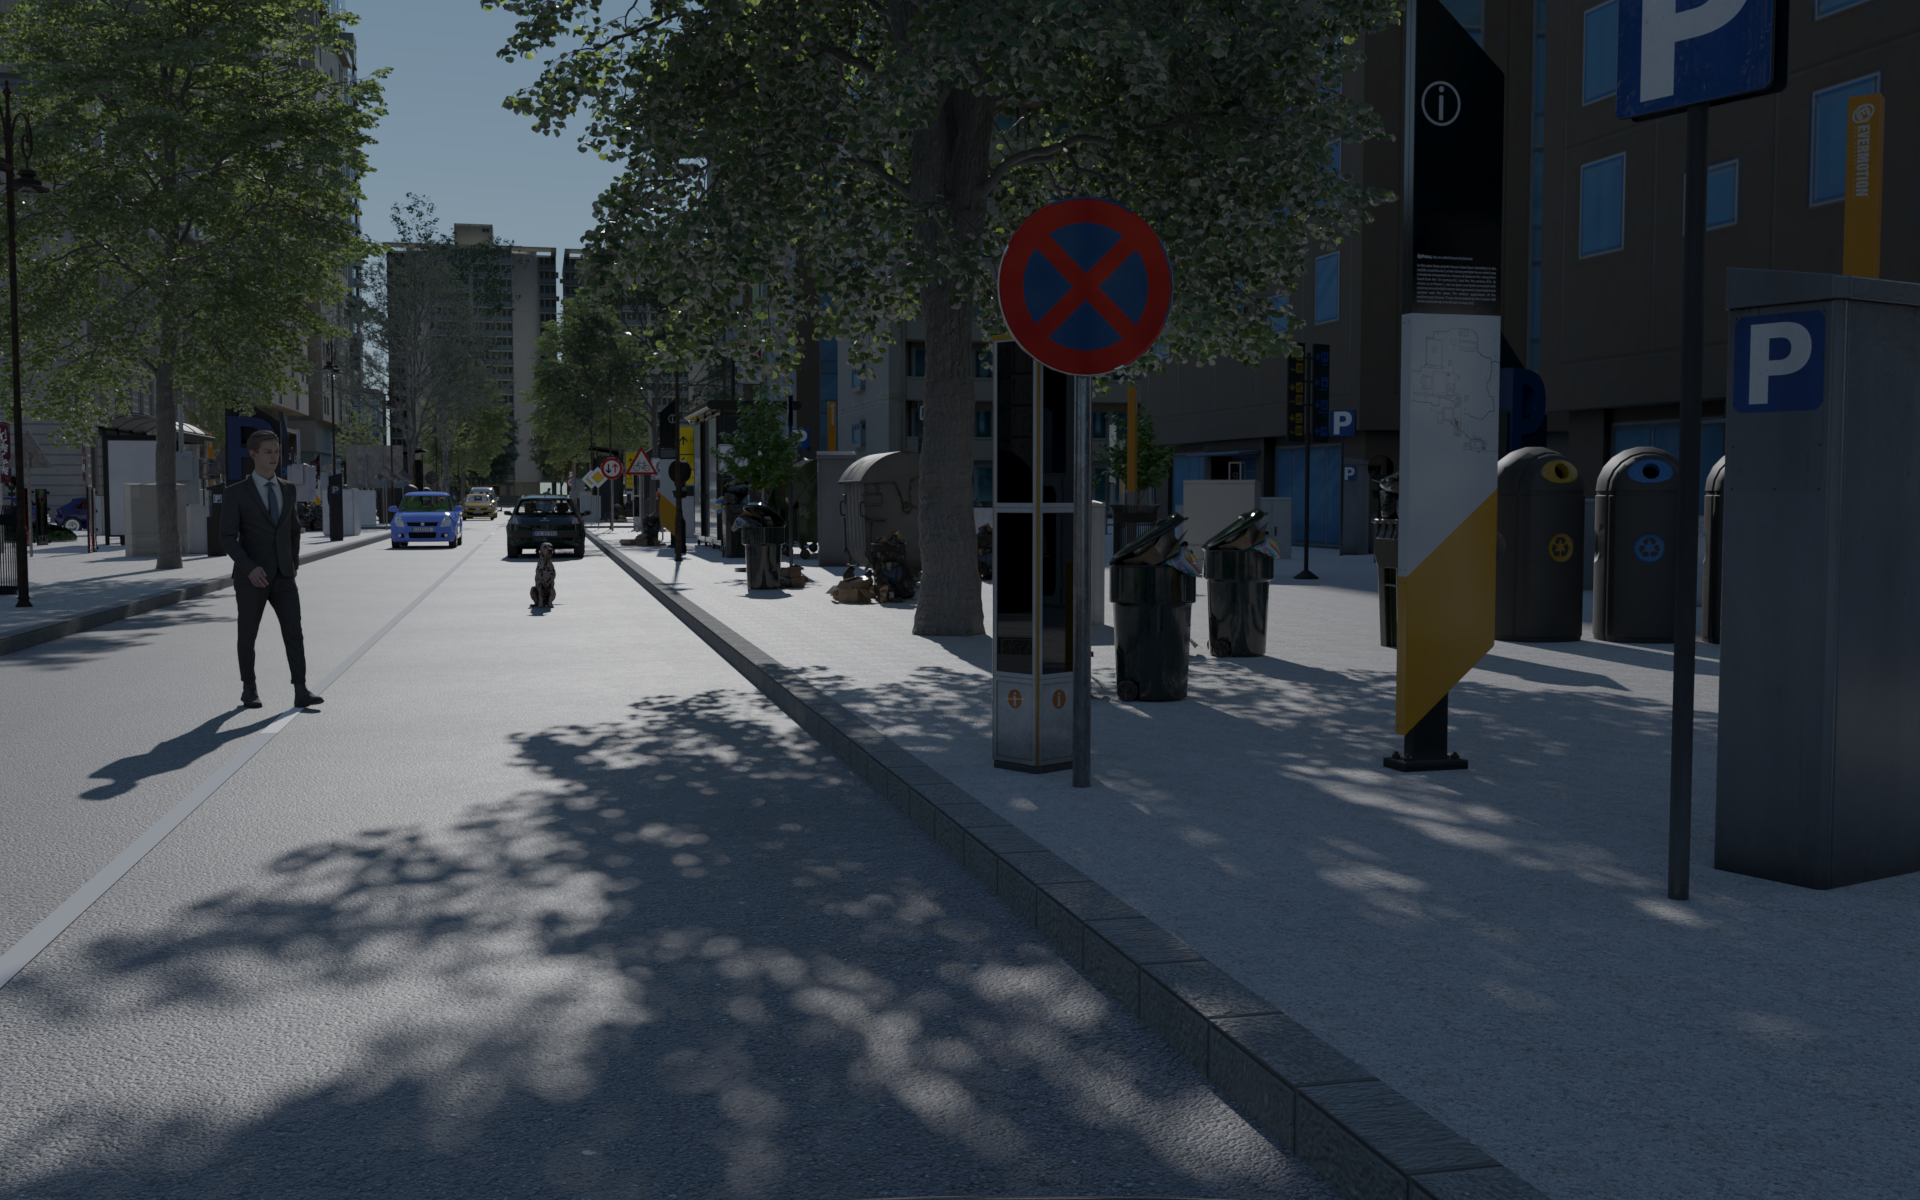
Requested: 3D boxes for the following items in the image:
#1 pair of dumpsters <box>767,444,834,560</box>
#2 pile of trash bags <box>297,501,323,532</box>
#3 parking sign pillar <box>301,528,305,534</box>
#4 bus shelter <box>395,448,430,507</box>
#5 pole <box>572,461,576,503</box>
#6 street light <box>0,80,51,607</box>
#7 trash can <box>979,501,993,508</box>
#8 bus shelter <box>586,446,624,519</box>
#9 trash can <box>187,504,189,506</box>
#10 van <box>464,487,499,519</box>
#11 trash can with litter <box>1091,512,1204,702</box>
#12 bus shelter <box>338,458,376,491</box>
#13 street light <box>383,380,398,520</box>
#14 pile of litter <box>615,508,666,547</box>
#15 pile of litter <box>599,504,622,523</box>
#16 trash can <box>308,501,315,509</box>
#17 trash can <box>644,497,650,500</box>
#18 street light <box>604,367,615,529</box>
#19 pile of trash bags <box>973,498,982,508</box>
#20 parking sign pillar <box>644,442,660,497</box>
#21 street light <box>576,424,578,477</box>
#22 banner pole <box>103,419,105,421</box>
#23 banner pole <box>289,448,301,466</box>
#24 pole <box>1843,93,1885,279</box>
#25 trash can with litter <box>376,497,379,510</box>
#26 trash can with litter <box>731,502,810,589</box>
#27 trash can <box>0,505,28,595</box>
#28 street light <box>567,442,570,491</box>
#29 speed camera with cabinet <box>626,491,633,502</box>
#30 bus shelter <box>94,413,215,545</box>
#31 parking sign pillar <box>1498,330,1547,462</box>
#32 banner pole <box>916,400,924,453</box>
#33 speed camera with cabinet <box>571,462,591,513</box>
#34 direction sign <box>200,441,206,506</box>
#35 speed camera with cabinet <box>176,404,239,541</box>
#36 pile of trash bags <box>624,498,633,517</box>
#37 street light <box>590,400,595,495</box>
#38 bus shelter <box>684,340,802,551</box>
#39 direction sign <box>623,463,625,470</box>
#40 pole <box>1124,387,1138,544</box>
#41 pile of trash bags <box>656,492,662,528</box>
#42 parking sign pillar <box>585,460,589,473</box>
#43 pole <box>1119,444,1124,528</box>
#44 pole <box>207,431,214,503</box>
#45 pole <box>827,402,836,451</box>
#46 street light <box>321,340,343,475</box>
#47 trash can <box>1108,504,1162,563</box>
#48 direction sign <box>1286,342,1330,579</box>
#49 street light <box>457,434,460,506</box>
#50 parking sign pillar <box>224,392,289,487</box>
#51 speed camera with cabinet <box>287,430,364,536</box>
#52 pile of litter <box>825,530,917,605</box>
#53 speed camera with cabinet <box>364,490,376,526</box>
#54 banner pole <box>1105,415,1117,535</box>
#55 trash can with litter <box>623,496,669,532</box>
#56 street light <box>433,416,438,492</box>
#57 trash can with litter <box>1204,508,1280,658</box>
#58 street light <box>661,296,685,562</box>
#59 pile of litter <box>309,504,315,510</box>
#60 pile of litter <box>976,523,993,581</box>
[{"bbox_3d":[-3.108,-2.037,35.793,1.574,2.255,4.437,-1,4,-14],"label":"pair of dumpsters"},{"bbox_3d":[-22.513,-3.071,59.963,1.912,1.369,3.447,1,4,23],"label":"pile of trash bags"},{"bbox_3d":[-21.952,-4.125,55.922,1.447,3.967,1.447,-2,4,-28],"label":"parking sign pillar"},{"bbox_3d":[-28.791,-6.074,90.592,1.731,3.624,6.357,-1,4,-14],"label":"bus shelter"},{"bbox_3d":[-23.724,-6.886,106.425,0.158,3.312,0.155,0,3,0],"label":"pole"},{"bbox_3d":[-10.643,-2.858,19.515,0.468,5.910,1.993,-1,4,-14],"label":"street light"},{"bbox_3d":[0.769,-1.527,36.618,0.748,1.137,0.748,0,3,0],"label":"trash can"},{"bbox_3d":[-17.824,-5.855,87.006,1.731,3.624,6.357,-1,4,-14],"label":"bus shelter"},{"bbox_3d":[-40.443,-4.797,90.081,0.748,1.137,0.748,0,3,0],"label":"trash can"},{"bbox_3d":[-28.203,-5.820,102.173,2.013,2.044,4.112,-1,4,-13],"label":"van"},{"bbox_3d":[0.960,0.035,10.810,1.055,1.170,0.624,0,4,6],"label":"trash can with litter"},{"bbox_3d":[-31.725,-6.013,92.233,2.014,3.302,5.546,-1,4,-14],"label":"bus shelter"},{"bbox_3d":[-22.983,-5.948,70.039,0.468,5.910,1.993,-1,4,-14],"label":"street light"},{"bbox_3d":[-7.896,-1.778,43.033,1.176,0.858,1.719,-1,4,-10],"label":"pile of litter"},{"bbox_3d":[-15.531,-3.929,78.198,1.719,0.858,1.176,1,4,9],"label":"pile of litter"},{"bbox_3d":[-42.330,-6.217,113.309,0.748,1.137,0.748,0,3,0],"label":"trash can"},{"bbox_3d":[-13.825,-3.974,76.630,0.748,1.137,0.748,0,3,0],"label":"trash can"},{"bbox_3d":[-12.748,-5.528,63.171,0.468,5.910,1.993,-1,4,-14],"label":"street light"},{"bbox_3d":[1.715,-3.252,62.918,3.447,1.369,1.912,2,4,27],"label":"pile of trash bags"},{"bbox_3d":[-14.237,-5.646,80.780,1.447,3.967,1.447,-2,4,-25],"label":"parking sign pillar"},{"bbox_3d":[-25.123,-8.611,113.585,0.468,5.910,1.993,-1,4,-14],"label":"street light"},{"bbox_3d":[-27.732,-4.081,56.749,0.863,3.779,0.401,-3,5,-44],"label":"banner pole"},{"bbox_3d":[-35.846,-6.324,93.422,0.401,3.779,0.863,1,4,22],"label":"banner pole"},{"bbox_3d":[4.655,-0.927,8.993,0.158,3.312,0.155,0,3,0],"label":"pole"},{"bbox_3d":[-34.797,-5.575,102.208,2.233,1.210,1.678,0,4,-6],"label":"trash can with litter"},{"bbox_3d":[-2.561,-0.746,23.580,0.624,1.170,1.055,2,4,33],"label":"trash can with litter"},{"bbox_3d":[-12.311,-0.640,22.123,0.748,1.137,0.748,0,3,0],"label":"trash can"},{"bbox_3d":[-32.492,-10.468,143.946,0.468,5.910,1.993,-1,4,-14],"label":"street light"},{"bbox_3d":[-18.890,-6.542,101.291,0.660,3.252,2.038,-2,4,-32],"label":"speed camera with cabinet"},{"bbox_3d":[-21.276,-3.179,45.896,2.014,3.302,5.546,-1,4,-14],"label":"bus shelter"},{"bbox_3d":[8.701,-2.366,27.151,1.447,3.967,1.447,-3,5,-44],"label":"parking sign pillar"},{"bbox_3d":[-0.595,-3.100,40.708,0.863,3.779,0.401,0,4,0],"label":"banner pole"},{"bbox_3d":[-21.710,-6.457,99.906,0.660,3.252,2.038,-3,4,-39],"label":"speed camera with cabinet"},{"bbox_3d":[-32.322,-5.016,74.003,0.379,3.537,0.876,-1,4,-12],"label":"direction sign"},{"bbox_3d":[-16.732,-2.713,38.697,2.038,3.252,0.660,-3,5,-43],"label":"speed camera with cabinet"},{"bbox_3d":[-19.005,-5.368,97.511,3.447,1.369,1.912,3,4,38],"label":"pile of trash bags"},{"bbox_3d":[-17.583,-6.722,82.692,0.468,5.910,1.993,-1,4,-14],"label":"street light"},{"bbox_3d":[-5.587,-3.987,42.823,2.179,5.291,8.768,-1,4,-14],"label":"bus shelter"},{"bbox_3d":[-24.960,-8.279,127.359,0.876,3.537,0.379,2,4,25],"label":"direction sign"},{"bbox_3d":[3.295,-2.404,33.153,0.158,3.312,0.155,0,3,0],"label":"pole"},{"bbox_3d":[-9.123,-3.150,61.248,3.447,1.369,1.912,0,4,-8],"label":"pile of trash bags"},{"bbox_3d":[-27.194,-8.469,126.934,1.447,3.967,1.447,-1,4,-22],"label":"parking sign pillar"},{"bbox_3d":[6.091,-4.356,65.059,0.158,3.312,0.155,0,3,0],"label":"pole"},{"bbox_3d":[-24.399,-3.827,56.414,0.158,3.312,0.155,0,3,0],"label":"pole"},{"bbox_3d":[-2.836,-2.722,38.340,0.158,3.312,0.155,0,3,0],"label":"pole"},{"bbox_3d":[-18.038,-4.714,49.870,0.468,5.910,1.993,-1,4,-14],"label":"street light"},{"bbox_3d":[2.419,-0.752,23.950,0.748,1.137,0.748,0,3,0],"label":"trash can"},{"bbox_3d":[5.233,-2.085,26.084,0.876,3.537,0.379,-2,4,-35],"label":"direction sign"},{"bbox_3d":[-38.001,-9.690,131.226,0.468,5.910,1.993,-1,4,-14],"label":"street light"},{"bbox_3d":[-17.713,-3.362,43.444,1.447,3.967,1.447,-1,4,-18],"label":"parking sign pillar"},{"bbox_3d":[-19.601,-3.611,53.374,2.038,3.252,0.660,0,4,1],"label":"speed camera with cabinet"},{"bbox_3d":[-1.103,-0.421,20.842,1.176,0.858,1.719,2,4,26],"label":"pile of litter"},{"bbox_3d":[-24.479,-4.586,69.315,2.038,3.252,0.660,-3,5,-44],"label":"speed camera with cabinet"},{"bbox_3d":[4.762,-3.970,54.934,0.401,3.779,0.863,2,4,34],"label":"banner pole"},{"bbox_3d":[-10.080,-2.893,58.359,2.233,1.210,1.678,1,4,14],"label":"trash can with litter"},{"bbox_3d":[-30.495,-7.836,100.898,0.468,5.910,1.993,-1,4,-14],"label":"street light"},{"bbox_3d":[1.964,-0.141,13.696,1.055,1.170,0.624,0,4,1],"label":"trash can with litter"},{"bbox_3d":[-5.359,-3.671,32.814,0.468,5.910,1.993,-1,4,-14],"label":"street light"},{"bbox_3d":[-29.845,-4.084,80.735,1.176,0.858,1.719,-2,4,-32],"label":"pile of litter"},{"bbox_3d":[0.244,-0.738,26.030,1.719,0.858,1.176,-1,4,-20],"label":"pile of litter"}]
